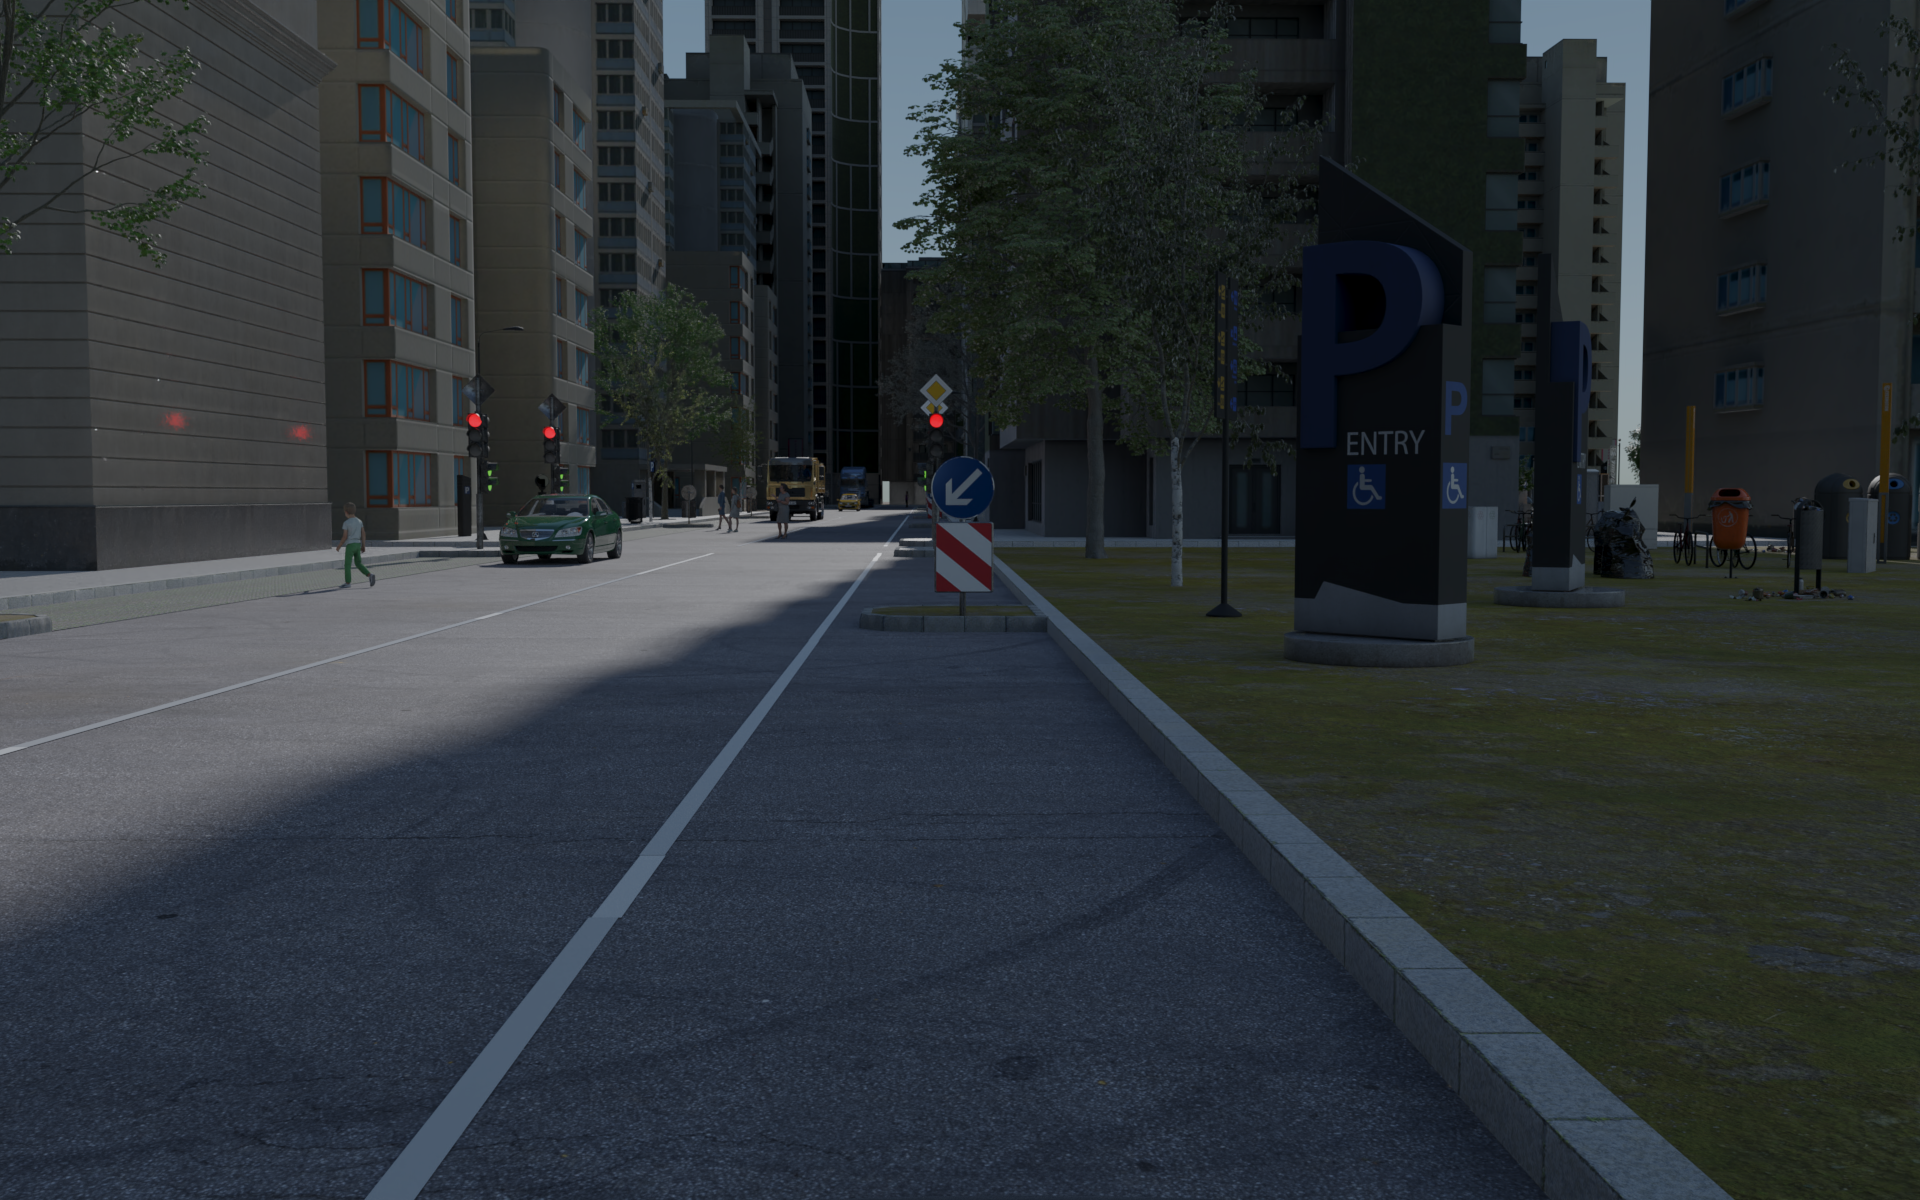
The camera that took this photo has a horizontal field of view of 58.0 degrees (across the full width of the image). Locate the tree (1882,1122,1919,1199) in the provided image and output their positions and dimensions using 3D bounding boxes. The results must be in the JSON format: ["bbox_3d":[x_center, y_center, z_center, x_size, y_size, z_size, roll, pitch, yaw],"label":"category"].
[{"bbox_3d":[2.331,-4.705,2.690,9.928,11.665,9.643,0,3,0],"label":"tree"}]

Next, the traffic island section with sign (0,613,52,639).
[{"bbox_3d":[-10.433,-0.543,17.503,1.989,1.847,2.006,0,4,-1],"label":"traffic island section with sign"}]

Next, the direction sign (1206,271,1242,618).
[{"bbox_3d":[2.770,-1.595,18.069,0.379,3.537,0.876,1,4,22],"label":"direction sign"}]

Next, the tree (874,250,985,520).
[{"bbox_3d":[0.893,-10.682,85.017,12.009,13.543,11.850,0,3,0],"label":"tree"}]

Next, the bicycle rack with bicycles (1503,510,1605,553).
[{"bbox_3d":[13.068,-1.522,38.267,2.925,0.926,2.852,-3,5,-44],"label":"bicycle rack with bicycles"}]

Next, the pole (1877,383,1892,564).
[{"bbox_3d":[17.010,-2.326,31.865,0.158,3.312,0.155,0,3,0],"label":"pole"}]

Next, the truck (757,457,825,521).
[{"bbox_3d":[-8.874,-5.990,93.856,3.469,3.379,9.791,0,4,-1],"label":"truck"}]

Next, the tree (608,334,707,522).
[{"bbox_3d":[-14.079,-7.922,79.889,4.360,8.622,3.978,0,3,0],"label":"tree"}]

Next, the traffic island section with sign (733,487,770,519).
[{"bbox_3d":[-12.124,-5.646,100.939,1.989,1.847,2.006,0,4,-1],"label":"traffic island section with sign"}]

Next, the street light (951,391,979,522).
[{"bbox_3d":[0.186,-6.478,78.456,1.470,5.913,1.316,0,4,-1],"label":"street light"}]

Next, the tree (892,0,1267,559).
[{"bbox_3d":[2.289,-7.102,34.245,7.486,12.596,7.792,0,3,0],"label":"tree"}]

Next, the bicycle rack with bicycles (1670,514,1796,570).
[{"bbox_3d":[13.842,-1.041,30.403,2.852,0.926,2.925,1,4,18],"label":"bicycle rack with bicycles"}]

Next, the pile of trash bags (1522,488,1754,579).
[{"bbox_3d":[10.421,-1.047,26.878,3.447,1.369,1.912,2,4,31],"label":"pile of trash bags"}]

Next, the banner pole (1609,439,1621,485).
[{"bbox_3d":[29.558,-5.389,78.128,0.863,3.779,0.401,-2,4,-29],"label":"banner pole"}]

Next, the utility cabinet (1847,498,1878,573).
[{"bbox_3d":[14.881,-1.063,28.539,0.306,1.237,1.020,3,4,36],"label":"utility cabinet"}]

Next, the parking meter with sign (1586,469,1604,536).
[{"bbox_3d":[19.170,-3.471,53.012,1.738,3.016,0.543,0,4,3],"label":"parking meter with sign"}]

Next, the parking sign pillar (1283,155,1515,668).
[{"bbox_3d":[3.255,-1.523,13.380,1.447,3.967,1.447,-3,5,-44],"label":"parking sign pillar"}]

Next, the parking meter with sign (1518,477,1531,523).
[{"bbox_3d":[25.092,-4.978,77.646,0.543,3.016,1.738,0,4,-5],"label":"parking meter with sign"}]

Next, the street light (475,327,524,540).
[{"bbox_3d":[-12.795,-4.624,48.149,1.470,5.913,1.316,0,4,-1],"label":"street light"}]

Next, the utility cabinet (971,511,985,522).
[{"bbox_3d":[0.982,-4.282,81.171,1.020,1.237,0.306,3,5,41],"label":"utility cabinet"}]

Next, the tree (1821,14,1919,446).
[{"bbox_3d":[10.026,-3.964,15.175,4.360,8.622,3.978,0,3,0],"label":"tree"}]

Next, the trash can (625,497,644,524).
[{"bbox_3d":[-14.023,-3.865,74.848,0.748,1.137,0.748,0,3,0],"label":"trash can"}]

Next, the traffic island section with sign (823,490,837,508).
[{"bbox_3d":[-13.684,-10.358,177.986,1.989,1.847,2.006,0,4,-1],"label":"traffic island section with sign"}]

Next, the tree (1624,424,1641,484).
[{"bbox_3d":[28.498,-5.274,69.950,4.285,4.588,4.351,0,3,0],"label":"tree"}]

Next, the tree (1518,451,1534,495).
[{"bbox_3d":[22.012,-4.540,68.826,1.663,3.219,1.824,0,3,0],"label":"tree"}]

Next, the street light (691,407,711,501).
[{"bbox_3d":[-13.737,-7.321,92.240,1.470,5.913,1.316,0,4,-1],"label":"street light"}]

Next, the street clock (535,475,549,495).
[{"bbox_3d":[-15.566,-3.668,64.537,0.471,2.002,0.358,-2,4,-32],"label":"street clock"}]

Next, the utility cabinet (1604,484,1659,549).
[{"bbox_3d":[15.418,-1.906,39.834,1.173,1.500,0.318,0,4,-7],"label":"utility cabinet"}]

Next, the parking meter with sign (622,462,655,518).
[{"bbox_3d":[-17.161,-5.881,92.416,1.738,3.016,0.543,-2,4,-30],"label":"parking meter with sign"}]

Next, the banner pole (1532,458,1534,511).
[{"bbox_3d":[40.212,-8.024,121.202,0.401,3.779,0.863,3,5,44],"label":"banner pole"}]

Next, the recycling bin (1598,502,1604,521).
[{"bbox_3d":[21.669,-2.787,58.114,0.722,1.027,0.722,0,4,5],"label":"recycling bin"}]

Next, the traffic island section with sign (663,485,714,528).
[{"bbox_3d":[-11.577,-3.998,73.989,1.989,1.847,2.006,0,4,-1],"label":"traffic island section with sign"}]

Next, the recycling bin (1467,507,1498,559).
[{"bbox_3d":[10.236,-1.349,34.618,0.722,1.027,0.722,-2,4,-33],"label":"recycling bin"}]

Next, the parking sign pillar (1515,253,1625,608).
[{"bbox_3d":[6.957,-1.929,20.015,1.447,3.967,1.447,2,4,27],"label":"parking sign pillar"}]

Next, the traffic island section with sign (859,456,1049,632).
[{"bbox_3d":[-0.089,-0.629,18.907,1.989,1.847,2.006,0,4,-1],"label":"traffic island section with sign"}]

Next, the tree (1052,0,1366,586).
[{"bbox_3d":[3.085,-4.483,23.664,4.360,8.622,3.978,0,3,0],"label":"tree"}]

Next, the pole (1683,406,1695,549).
[{"bbox_3d":[16.910,-2.833,40.158,0.158,3.312,0.155,0,3,0],"label":"pole"}]

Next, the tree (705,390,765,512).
[{"bbox_3d":[-15.368,-10.387,120.194,4.737,8.622,4.395,0,3,0],"label":"tree"}]

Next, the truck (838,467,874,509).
[{"bbox_3d":[-10.467,-11.481,177.474,2.967,4.110,18.799,0,3,0],"label":"truck"}]
